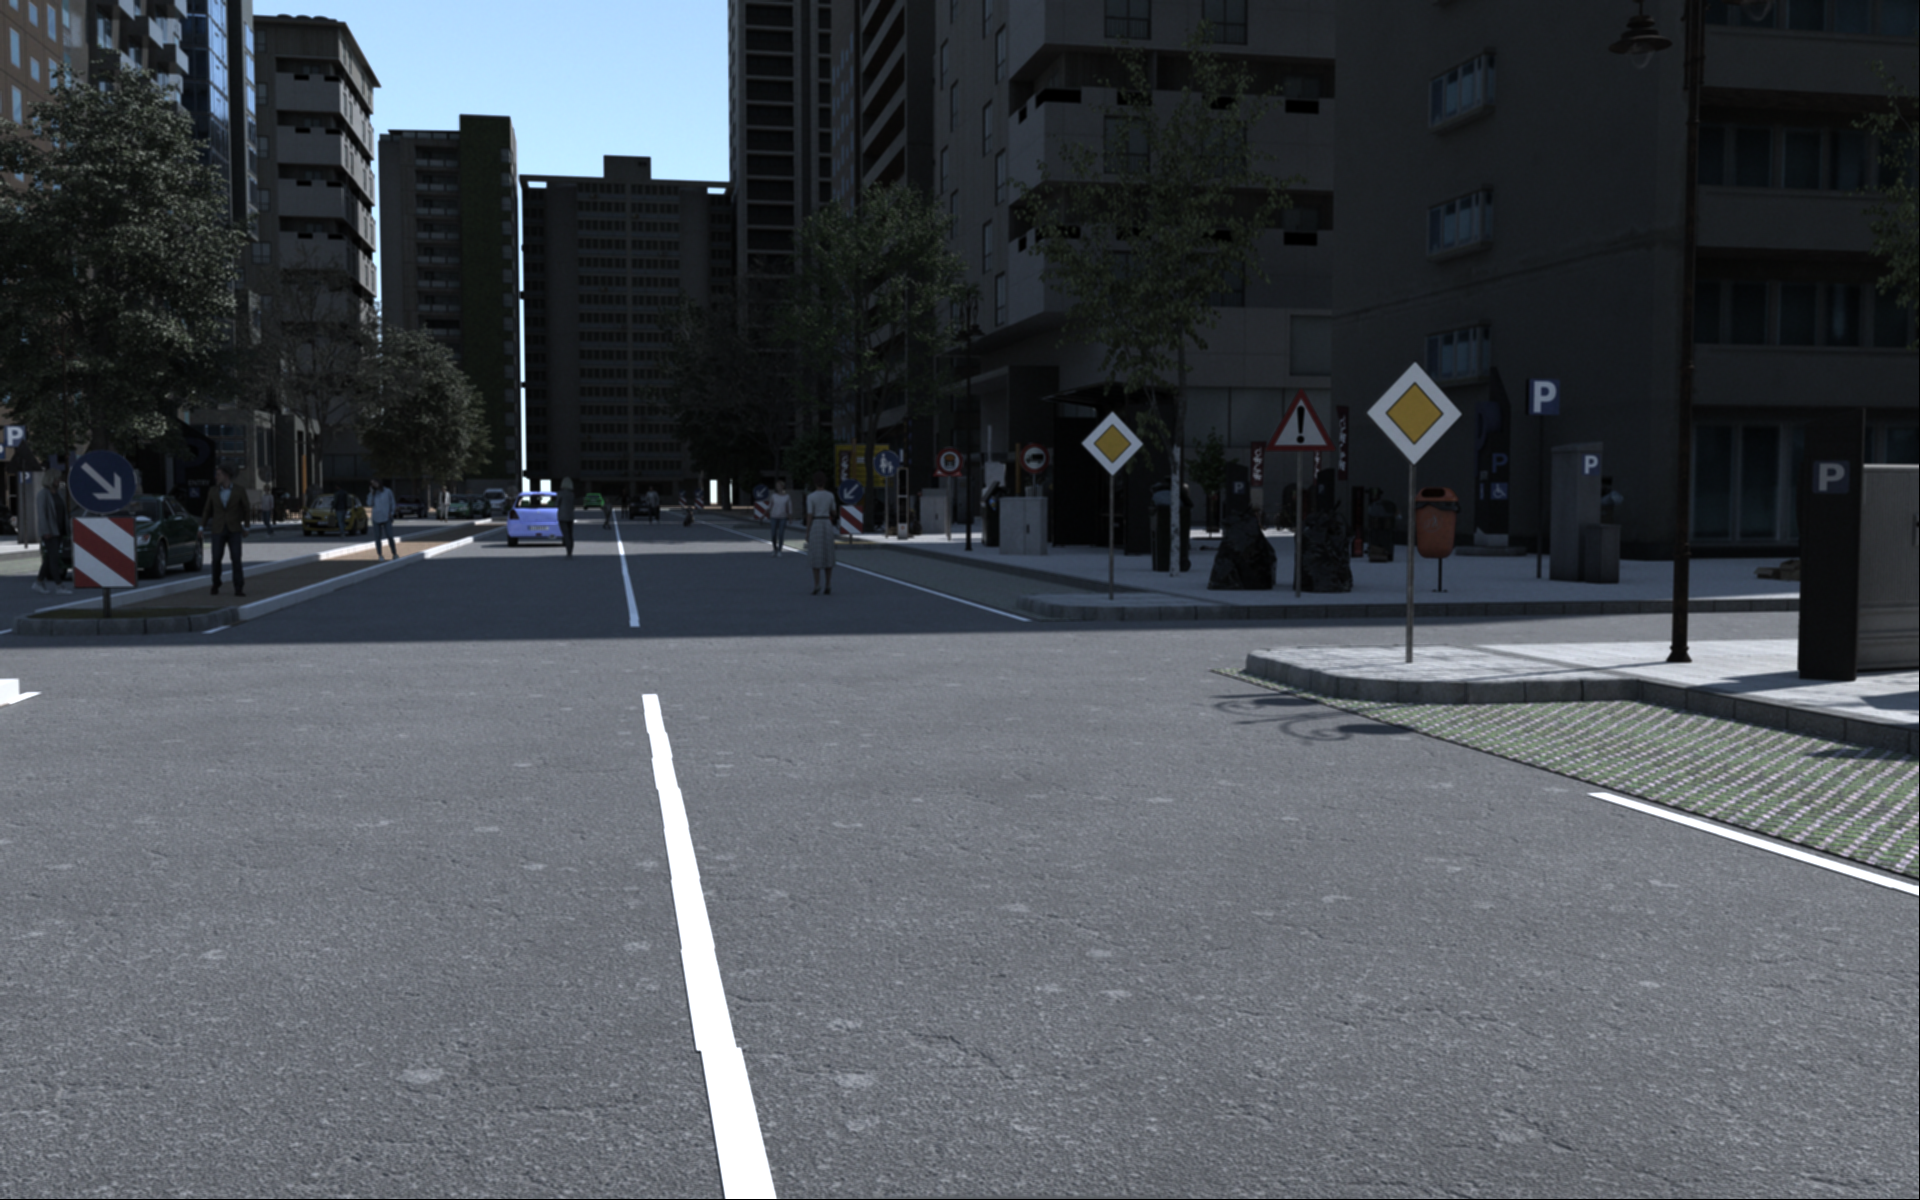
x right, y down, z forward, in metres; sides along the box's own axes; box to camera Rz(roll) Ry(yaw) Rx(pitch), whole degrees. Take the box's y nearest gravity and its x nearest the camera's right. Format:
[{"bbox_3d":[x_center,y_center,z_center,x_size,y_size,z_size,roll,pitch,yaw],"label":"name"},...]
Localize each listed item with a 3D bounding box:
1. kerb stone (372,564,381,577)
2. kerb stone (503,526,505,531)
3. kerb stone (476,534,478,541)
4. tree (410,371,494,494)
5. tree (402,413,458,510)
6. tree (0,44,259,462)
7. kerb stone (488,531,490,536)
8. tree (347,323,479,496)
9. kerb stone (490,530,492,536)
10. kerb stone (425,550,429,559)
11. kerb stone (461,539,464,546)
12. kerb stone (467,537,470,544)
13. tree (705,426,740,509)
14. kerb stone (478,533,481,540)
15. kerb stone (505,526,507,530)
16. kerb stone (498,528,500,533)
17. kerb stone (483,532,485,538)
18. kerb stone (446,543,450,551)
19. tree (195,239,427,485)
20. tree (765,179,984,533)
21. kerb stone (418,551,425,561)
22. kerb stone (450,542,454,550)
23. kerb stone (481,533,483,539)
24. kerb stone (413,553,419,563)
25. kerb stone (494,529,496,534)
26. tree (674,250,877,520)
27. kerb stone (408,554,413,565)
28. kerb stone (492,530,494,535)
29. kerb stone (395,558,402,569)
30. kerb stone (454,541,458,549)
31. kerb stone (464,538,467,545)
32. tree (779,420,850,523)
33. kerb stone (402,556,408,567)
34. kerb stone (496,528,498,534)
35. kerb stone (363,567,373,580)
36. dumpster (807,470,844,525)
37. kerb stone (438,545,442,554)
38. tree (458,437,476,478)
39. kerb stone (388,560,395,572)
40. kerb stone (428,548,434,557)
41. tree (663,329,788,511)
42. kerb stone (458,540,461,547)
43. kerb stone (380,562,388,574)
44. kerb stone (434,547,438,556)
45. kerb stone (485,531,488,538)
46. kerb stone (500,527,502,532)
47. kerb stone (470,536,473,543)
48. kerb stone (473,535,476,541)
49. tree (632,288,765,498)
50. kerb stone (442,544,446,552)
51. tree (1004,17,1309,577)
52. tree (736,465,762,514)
[{"bbox_3d":[-10.234,-0.484,30.114,0.120,0.150,1.000,-1,4,-11],"label":"kerb stone"},{"bbox_3d":[-17.353,-2.639,65.335,0.120,0.150,1.000,-1,4,-11],"label":"kerb stone"},{"bbox_3d":[-14.719,-1.837,52.249,0.120,0.150,1.000,-1,4,-11],"label":"kerb stone"},{"bbox_3d":[-46.502,-14.683,158.198,7.486,12.596,7.792,0,3,0],"label":"tree"},{"bbox_3d":[-42.388,-11.426,137.177,4.360,8.622,3.978,0,3,0],"label":"tree"},{"bbox_3d":[-25.403,-8.816,50.797,9.857,13.997,8.962,0,3,0],"label":"tree"},{"bbox_3d":[-15.724,-2.146,57.289,0.120,0.150,1.000,-1,4,-11],"label":"kerb stone"},{"bbox_3d":[-40.261,-13.508,127.516,9.857,13.997,8.962,0,3,0],"label":"tree"},{"bbox_3d":[-15.930,-2.208,58.293,0.120,0.150,1.000,-1,4,-11],"label":"kerb stone"},{"bbox_3d":[-11.867,-0.977,38.162,0.120,0.150,1.000,-1,4,-11],"label":"kerb stone"},{"bbox_3d":[-13.688,-1.530,47.215,0.120,0.150,1.000,-1,4,-11],"label":"kerb stone"},{"bbox_3d":[-14.099,-1.653,49.233,0.120,0.150,1.000,-1,4,-11],"label":"kerb stone"},{"bbox_3d":[-19.755,-11.838,143.914,4.737,8.622,4.395,0,3,0],"label":"tree"},{"bbox_3d":[-14.912,-1.900,53.257,0.120,0.150,1.000,-1,4,-11],"label":"kerb stone"},{"bbox_3d":[-17.551,-2.700,66.338,0.120,0.150,1.000,-1,4,-11],"label":"kerb stone"},{"bbox_3d":[-16.742,-2.452,62.324,0.120,0.150,1.000,-1,4,-11],"label":"kerb stone"},{"bbox_3d":[-15.325,-2.019,55.261,0.120,0.150,1.000,-1,4,-11],"label":"kerb stone"},{"bbox_3d":[-12.883,-1.283,43.172,0.120,0.150,1.000,-1,4,-11],"label":"kerb stone"},{"bbox_3d":[-31.048,-10.579,83.331,12.009,13.543,11.850,0,3,0],"label":"tree"},{"bbox_3d":[-2.930,-8.042,57.236,9.928,11.665,9.643,0,3,0],"label":"tree"},{"bbox_3d":[-11.659,-0.915,37.161,0.120,0.150,1.000,-1,4,-11],"label":"kerb stone"},{"bbox_3d":[-13.086,-1.345,44.190,0.120,0.150,1.000,-1,4,-11],"label":"kerb stone"},{"bbox_3d":[-15.114,-1.961,54.260,0.120,0.150,1.000,-1,4,-11],"label":"kerb stone"},{"bbox_3d":[-11.456,-0.854,36.159,0.120,0.150,1.000,-1,4,-11],"label":"kerb stone"},{"bbox_3d":[-16.336,-2.329,60.309,0.120,0.150,1.000,-1,4,-11],"label":"kerb stone"},{"bbox_3d":[-9.262,-10.812,87.149,12.009,13.543,11.850,0,3,0],"label":"tree"},{"bbox_3d":[-11.265,-0.790,35.154,0.120,0.150,1.000,-1,4,-11],"label":"kerb stone"},{"bbox_3d":[-16.139,-2.269,59.296,0.120,0.150,1.000,-1,4,-11],"label":"kerb stone"},{"bbox_3d":[-10.848,-0.669,33.132,0.120,0.150,1.000,-1,4,-11],"label":"kerb stone"},{"bbox_3d":[-13.287,-1.402,45.208,0.120,0.150,1.000,-1,4,-11],"label":"kerb stone"},{"bbox_3d":[-13.894,-1.588,48.217,0.120,0.150,1.000,-1,4,-11],"label":"kerb stone"},{"bbox_3d":[-6.297,-5.704,76.969,4.285,4.588,4.351,0,3,0],"label":"tree"},{"bbox_3d":[-11.049,-0.726,34.136,0.120,0.150,1.000,-1,4,-11],"label":"kerb stone"},{"bbox_3d":[-16.548,-2.393,61.320,0.120,0.150,1.000,-1,4,-11],"label":"kerb stone"},{"bbox_3d":[-10.031,-0.422,29.103,0.120,0.150,1.000,-1,4,-11],"label":"kerb stone"},{"bbox_3d":[-5.500,-4.230,71.651,1.502,2.255,1.985,-1,4,-12],"label":"dumpster"},{"bbox_3d":[-12.476,-1.159,41.168,0.120,0.150,1.000,-1,4,-11],"label":"kerb stone"},{"bbox_3d":[-48.304,-13.166,165.631,4.360,8.622,3.978,0,3,0],"label":"tree"},{"bbox_3d":[-10.645,-0.607,32.126,0.120,0.150,1.000,-1,4,-11],"label":"kerb stone"},{"bbox_3d":[-12.060,-1.038,39.166,0.120,0.150,1.000,-1,4,-11],"label":"kerb stone"},{"bbox_3d":[-17.879,-13.863,133.313,9.857,13.997,8.962,0,3,0],"label":"tree"},{"bbox_3d":[-13.495,-1.468,46.208,0.120,0.150,1.000,-1,4,-11],"label":"kerb stone"},{"bbox_3d":[-10.443,-0.546,31.118,0.120,0.150,1.000,-1,4,-11],"label":"kerb stone"},{"bbox_3d":[-12.268,-1.099,40.167,0.120,0.150,1.000,-1,4,-11],"label":"kerb stone"},{"bbox_3d":[-15.526,-2.084,56.269,0.120,0.150,1.000,-1,4,-11],"label":"kerb stone"},{"bbox_3d":[-16.948,-2.516,63.325,0.120,0.150,1.000,-1,4,-11],"label":"kerb stone"},{"bbox_3d":[-14.300,-1.715,50.235,0.120,0.150,1.000,-1,4,-11],"label":"kerb stone"},{"bbox_3d":[-14.510,-1.776,51.243,0.120,0.150,1.000,-1,4,-11],"label":"kerb stone"},{"bbox_3d":[-23.455,-18.472,157.902,12.611,20.169,13.585,0,3,0],"label":"tree"},{"bbox_3d":[-12.679,-1.222,42.170,0.120,0.150,1.000,-1,4,-11],"label":"kerb stone"},{"bbox_3d":[3.101,-4.667,26.667,4.737,8.622,4.395,0,3,0],"label":"tree"},{"bbox_3d":[-13.839,-7.312,114.152,1.663,3.219,1.824,0,3,0],"label":"tree"}]
